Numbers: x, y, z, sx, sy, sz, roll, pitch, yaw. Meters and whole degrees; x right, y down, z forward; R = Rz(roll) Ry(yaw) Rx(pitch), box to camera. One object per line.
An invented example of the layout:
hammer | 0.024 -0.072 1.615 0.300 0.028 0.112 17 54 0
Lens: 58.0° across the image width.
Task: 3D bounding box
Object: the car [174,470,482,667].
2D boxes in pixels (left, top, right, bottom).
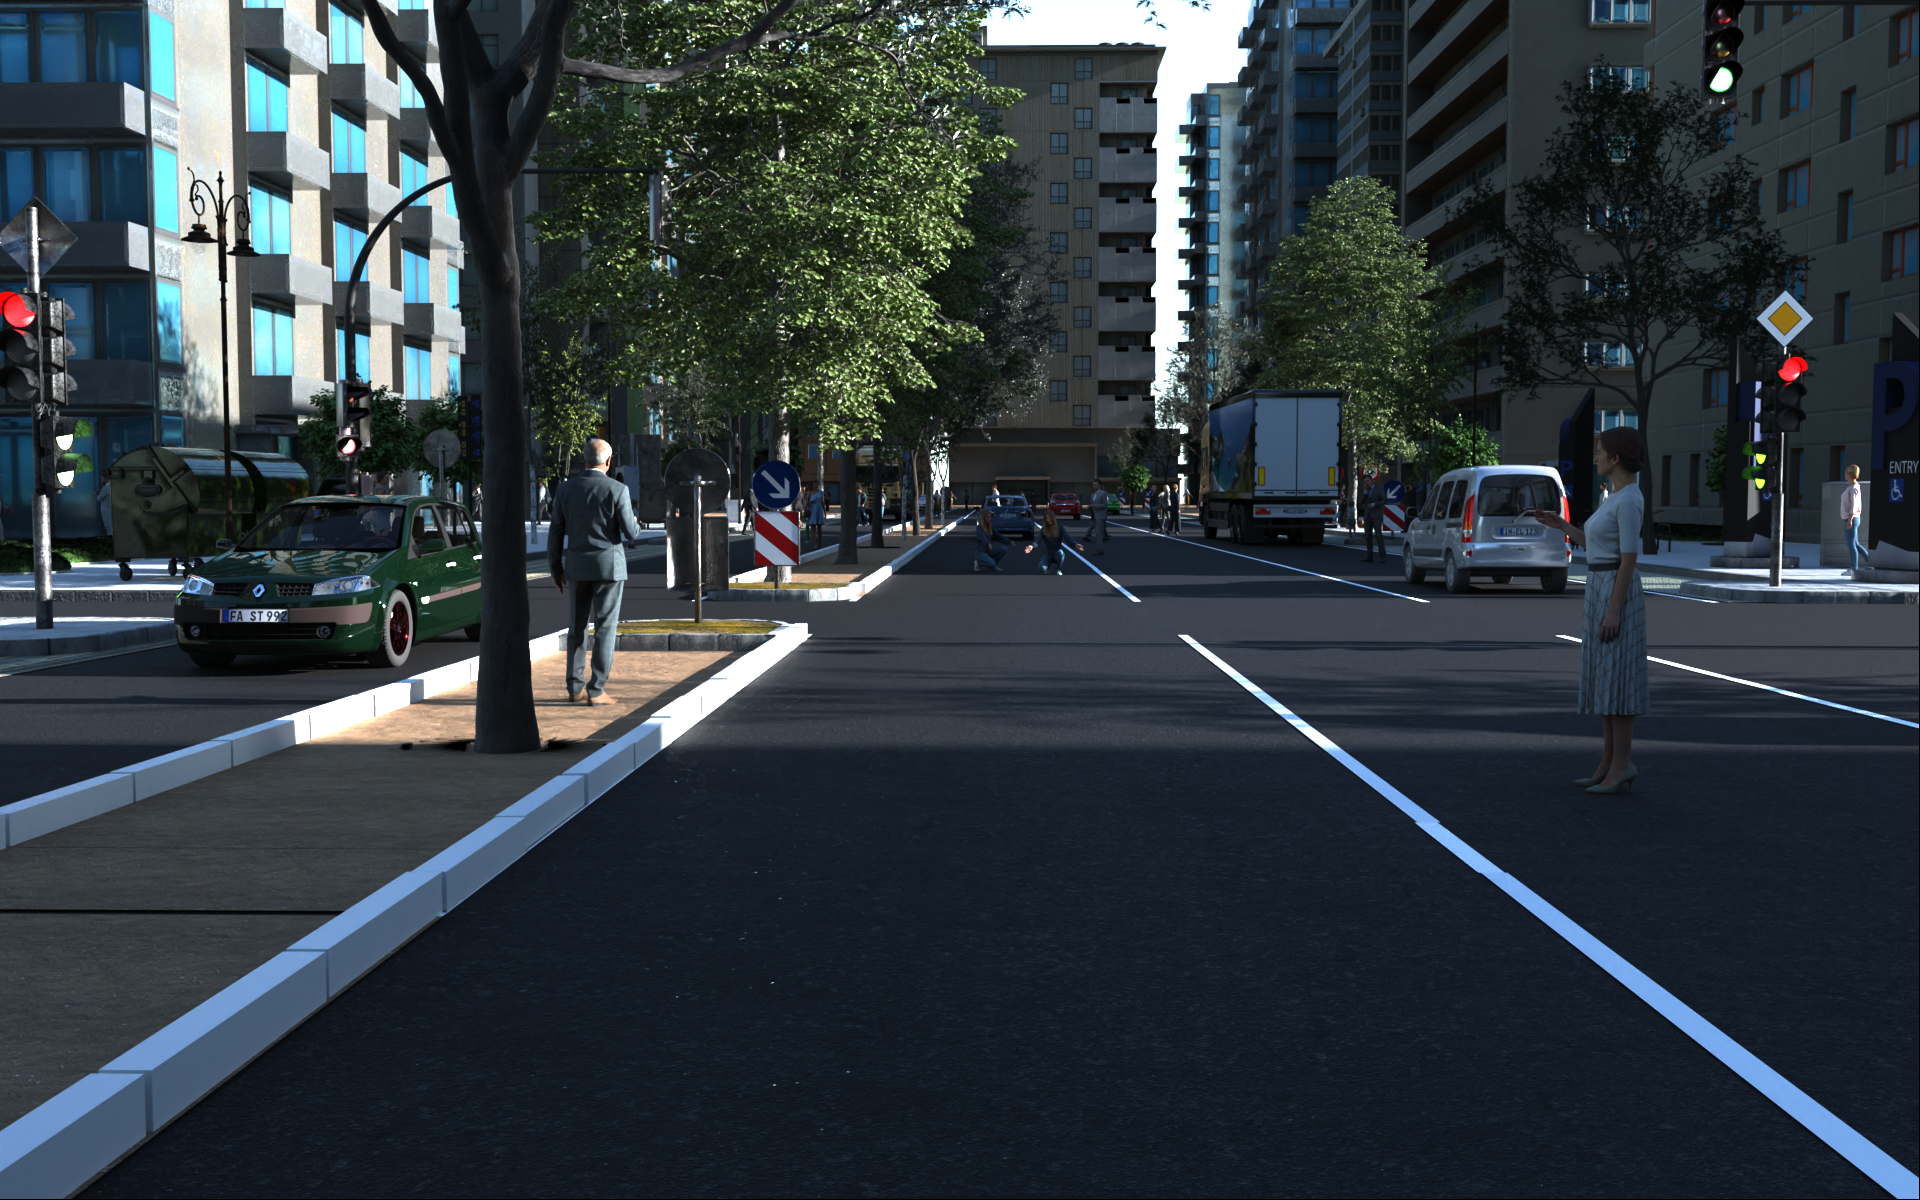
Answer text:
car | -5.445 -0.354 15.576 2.009 1.686 4.222 0 4 2

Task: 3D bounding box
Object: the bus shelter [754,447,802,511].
bus shelter | -9.396 -6.027 89.830 1.731 3.624 6.357 0 4 1

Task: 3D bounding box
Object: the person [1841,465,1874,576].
person | 14.140 -1.254 27.212 0.598 1.740 0.731 1 4 16

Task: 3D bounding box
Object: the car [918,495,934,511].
car | -2.806 -8.385 149.450 2.083 1.381 4.827 0 4 3

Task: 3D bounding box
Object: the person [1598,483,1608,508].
person | 23.532 -3.444 63.361 0.522 1.701 0.512 2 4 30

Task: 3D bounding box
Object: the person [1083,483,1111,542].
person | 4.109 -2.643 51.979 0.850 1.792 0.678 -1 4 -9

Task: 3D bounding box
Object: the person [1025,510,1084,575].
person | 1.715 -1.023 30.728 1.012 1.151 0.738 1 4 14

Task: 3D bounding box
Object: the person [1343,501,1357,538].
person | 12.602 -2.600 56.024 0.505 1.210 0.382 3 4 37

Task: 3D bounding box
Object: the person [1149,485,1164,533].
person | 7.246 -3.388 64.322 0.534 1.772 0.576 -2 4 -33

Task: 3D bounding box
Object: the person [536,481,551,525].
person | -17.242 -4.017 71.816 0.850 1.850 0.679 1 4 11

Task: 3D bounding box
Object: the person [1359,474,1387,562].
person | 8.670 -1.718 36.395 0.447 1.846 0.655 -3 5 -44

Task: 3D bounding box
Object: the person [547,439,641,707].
person | -2.468 -0.193 11.834 0.661 1.801 0.590 1 4 9

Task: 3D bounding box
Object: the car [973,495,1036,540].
car | 1.431 -2.644 55.228 2.014 1.417 4.499 0 4 -1

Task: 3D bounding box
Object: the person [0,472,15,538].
person | -20.080 -1.812 35.947 0.850 1.792 0.678 -2 4 -25

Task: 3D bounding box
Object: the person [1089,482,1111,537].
person | 4.659 -3.041 58.132 0.836 1.842 0.656 2 4 25

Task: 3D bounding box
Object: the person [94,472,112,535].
person | -19.658 -2.058 39.879 0.466 1.800 0.511 -1 4 -14

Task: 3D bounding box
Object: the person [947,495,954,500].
person | -1.252 -9.283 159.907 1.348 1.869 0.705 0 4 -6

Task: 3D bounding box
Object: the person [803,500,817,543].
person | -4.372 -2.318 50.648 0.306 1.304 0.590 -2 4 -33

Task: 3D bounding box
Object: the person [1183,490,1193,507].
person | 22.547 -10.077 171.526 1.217 1.736 0.721 3 5 40

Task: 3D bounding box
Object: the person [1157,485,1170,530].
person | 8.223 -3.723 69.555 0.526 1.800 0.537 0 4 -6

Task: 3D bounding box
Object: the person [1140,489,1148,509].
person | 15.976 -8.722 149.199 0.990 1.755 0.434 3 4 38

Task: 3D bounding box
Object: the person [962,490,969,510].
person | 0.534 -8.910 154.191 0.705 1.823 1.348 2 4 25

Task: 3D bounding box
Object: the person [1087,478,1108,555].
person | 3.182 -1.964 40.804 0.583 1.804 0.606 -2 4 -35

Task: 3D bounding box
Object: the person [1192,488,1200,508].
person | 21.994 -9.388 159.564 1.348 1.821 0.705 2 4 30

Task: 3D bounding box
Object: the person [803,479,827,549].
person | -3.764 -2.218 44.858 0.616 1.811 0.778 0 4 0

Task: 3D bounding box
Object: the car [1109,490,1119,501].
car | 14.163 -9.571 165.286 1.959 1.807 4.718 0 4 1

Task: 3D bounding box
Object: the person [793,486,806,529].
person | -7.006 -3.797 70.803 1.509 1.804 0.699 0 4 3

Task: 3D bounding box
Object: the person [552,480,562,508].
person | -13.371 -3.160 58.191 0.782 1.767 0.515 1 4 20

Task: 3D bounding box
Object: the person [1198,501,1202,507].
person | 23.647 -9.986 169.981 0.551 1.740 0.621 -1 4 -17

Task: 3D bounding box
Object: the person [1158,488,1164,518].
person | 12.076 -5.814 103.566 1.348 1.824 0.705 -2 4 -30

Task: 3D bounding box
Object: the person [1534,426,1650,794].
person | 3.071 0.042 8.382 0.524 1.755 0.480 1 4 9

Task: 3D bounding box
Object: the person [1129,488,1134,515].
person | 11.667 -6.690 117.851 0.705 1.831 1.348 0 4 6

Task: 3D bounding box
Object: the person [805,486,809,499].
person | -10.651 -6.972 120.123 1.350 1.814 0.705 0 4 -5

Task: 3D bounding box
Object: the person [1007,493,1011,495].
person | 2.629 -4.882 90.915 0.503 1.515 0.523 1 4 14

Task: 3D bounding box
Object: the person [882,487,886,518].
person | -3.645 -4.276 78.760 0.623 1.781 0.721 0 4 3

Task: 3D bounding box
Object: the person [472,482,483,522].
person | -22.024 -4.464 78.994 0.822 1.834 0.622 1 4 14

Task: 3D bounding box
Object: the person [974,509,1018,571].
person | 0.652 -1.119 32.300 0.738 1.151 1.012 3 5 44

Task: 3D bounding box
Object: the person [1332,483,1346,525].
person | 15.782 -3.977 71.904 0.643 1.720 0.563 1 4 12

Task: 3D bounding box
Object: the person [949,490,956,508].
person | -0.914 -10.211 175.446 1.348 1.824 0.705 3 5 42

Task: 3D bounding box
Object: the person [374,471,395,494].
person | -12.304 -1.883 37.196 0.532 1.782 0.716 0 4 -7

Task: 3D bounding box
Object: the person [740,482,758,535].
person | -7.169 -3.144 59.679 0.755 1.850 0.659 -1 4 -16

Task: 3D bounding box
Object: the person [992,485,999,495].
person | 1.653 -4.154 76.270 0.795 1.843 0.661 0 4 5

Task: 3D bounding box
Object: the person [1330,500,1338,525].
person | 15.798 -3.830 72.947 0.425 1.301 0.394 1 4 13

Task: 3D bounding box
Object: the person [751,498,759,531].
person | -7.858 -3.470 66.242 0.522 1.701 0.512 1 4 19

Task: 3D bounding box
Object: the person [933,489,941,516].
person | -1.408 -6.105 109.040 1.217 1.736 0.721 -2 4 -24

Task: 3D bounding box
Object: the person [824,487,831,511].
person | -9.862 -7.467 128.224 0.705 1.812 1.348 -2 4 -33

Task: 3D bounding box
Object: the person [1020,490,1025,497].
person | 4.510 -7.182 126.865 0.436 1.711 0.756 0 4 5

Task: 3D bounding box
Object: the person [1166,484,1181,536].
person | 7.411 -3.114 59.837 0.576 1.772 0.534 3 4 37

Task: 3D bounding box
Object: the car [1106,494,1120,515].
car | 10.158 -6.862 120.988 1.959 1.807 4.718 0 4 1

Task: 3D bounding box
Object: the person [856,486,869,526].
person | -4.495 -4.276 78.754 0.623 1.781 0.721 2 4 24

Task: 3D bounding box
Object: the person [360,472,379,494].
person | -14.375 -2.212 42.184 0.580 1.828 0.573 -2 4 -30

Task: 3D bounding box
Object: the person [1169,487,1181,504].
person | 17.316 -8.251 140.951 1.348 1.824 0.705 -1 4 -21

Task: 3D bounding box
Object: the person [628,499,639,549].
person | -8.571 -1.986 45.251 0.425 1.301 0.394 1 4 9

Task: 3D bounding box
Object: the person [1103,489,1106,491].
person | 9.147 -6.217 110.941 0.721 1.735 1.217 -2 4 -27

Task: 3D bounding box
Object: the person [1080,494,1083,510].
person | 11.196 -9.116 160.766 0.599 1.433 0.991 -1 4 -11

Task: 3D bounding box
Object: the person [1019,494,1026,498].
person | 5.566 -9.056 157.124 0.990 1.755 0.434 -1 4 -17

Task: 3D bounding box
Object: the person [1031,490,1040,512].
person | 5.938 -7.769 136.332 0.742 1.727 0.445 0 4 -1

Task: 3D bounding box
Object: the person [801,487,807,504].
person | -9.458 -6.018 105.256 1.217 1.723 0.721 -3 4 -36

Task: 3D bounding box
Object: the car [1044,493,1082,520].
car | 5.828 -5.425 97.731 2.155 1.783 4.494 0 4 0
